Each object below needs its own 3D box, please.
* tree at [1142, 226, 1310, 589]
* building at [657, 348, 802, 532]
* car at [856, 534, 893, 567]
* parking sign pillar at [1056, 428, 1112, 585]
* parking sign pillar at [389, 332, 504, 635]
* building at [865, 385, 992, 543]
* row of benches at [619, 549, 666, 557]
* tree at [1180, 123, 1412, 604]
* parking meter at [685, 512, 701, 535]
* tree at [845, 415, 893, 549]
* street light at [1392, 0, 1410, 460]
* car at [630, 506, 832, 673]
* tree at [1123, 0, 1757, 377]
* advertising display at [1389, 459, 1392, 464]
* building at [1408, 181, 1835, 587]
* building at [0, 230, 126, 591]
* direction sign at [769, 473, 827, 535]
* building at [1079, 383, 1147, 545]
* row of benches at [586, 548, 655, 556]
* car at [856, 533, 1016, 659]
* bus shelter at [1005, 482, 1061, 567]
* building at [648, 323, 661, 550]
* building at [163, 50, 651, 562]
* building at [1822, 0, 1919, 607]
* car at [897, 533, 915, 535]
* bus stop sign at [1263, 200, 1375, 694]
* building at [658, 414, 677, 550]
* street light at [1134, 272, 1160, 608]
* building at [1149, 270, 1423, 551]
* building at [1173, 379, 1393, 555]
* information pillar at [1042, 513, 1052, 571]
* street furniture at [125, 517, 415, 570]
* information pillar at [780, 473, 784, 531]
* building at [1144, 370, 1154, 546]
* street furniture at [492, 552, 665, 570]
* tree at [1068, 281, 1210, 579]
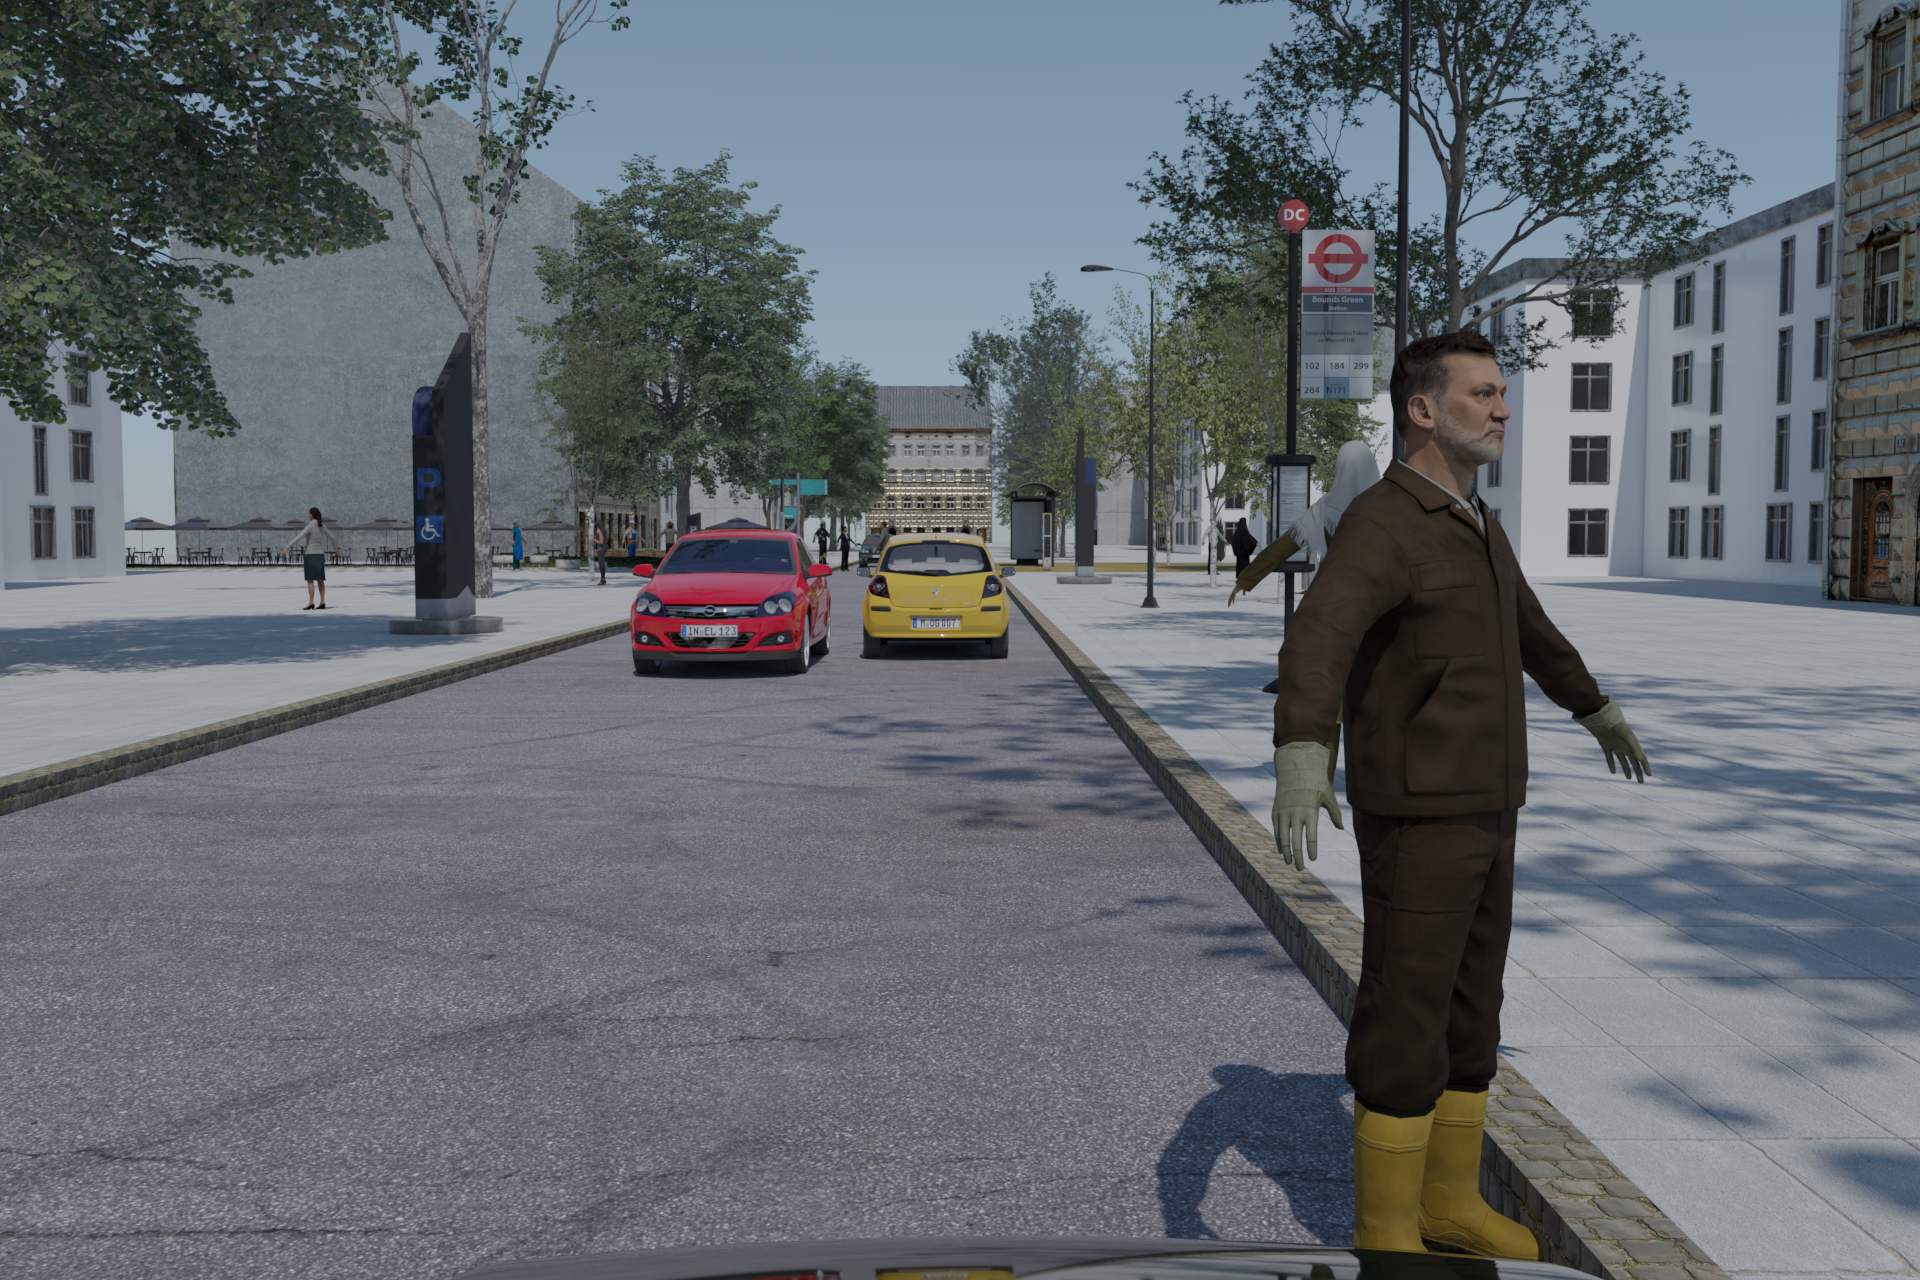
[{"bbox_3d":[6.053,-5.494,40.196,4.737,8.622,4.395,0,3,0],"label":"tree"},{"bbox_3d":[-26.233,-19.232,180.892,16.747,18.905,31.486,0,4,0],"label":"building"},{"bbox_3d":[-3.528,-4.068,76.302,2.009,1.686,4.222,0,3,0],"label":"car"},{"bbox_3d":[3.212,-3.435,44.630,1.447,3.967,1.447,0,4,0],"label":"parking sign pillar"},{"bbox_3d":[-6.734,-2.087,22.601,1.447,3.967,1.447,0,4,0],"label":"parking sign pillar"},{"bbox_3d":[-4.729,-25.783,254.937,18.063,23.208,19.493,0,4,-2],"label":"building"},{"bbox_3d":[-12.553,-3.548,73.465,4.104,0.672,1.422,-2,4,-26],"label":"row of benches"},{"bbox_3d":[5.892,-4.970,31.619,4.360,8.622,3.978,0,3,0],"label":"tree"},{"bbox_3d":[-7.181,-2.505,46.661,0.399,1.863,0.255,0,4,-1],"label":"parking meter"},{"bbox_3d":[-9.394,-13.456,145.768,9.928,11.665,9.643,0,3,0],"label":"tree"},{"bbox_3d":[3.404,-2.365,11.209,1.470,5.913,1.316,0,3,0],"label":"street light"},{"bbox_3d":[-2.448,-0.618,19.140,2.155,1.783,4.494,0,4,0],"label":"car"},{"bbox_3d":[5.449,-5.266,20.519,7.601,10.594,8.767,-1,4,-17],"label":"tree"},{"bbox_3d":[3.749,-0.567,14.485,0.123,1.923,0.974,0,4,0],"label":"advertising display"},{"bbox_3d":[21.626,-6.774,52.901,9.099,9.664,28.070,0,4,0],"label":"building"},{"bbox_3d":[-26.169,-5.933,39.160,9.099,9.664,28.070,0,4,-1],"label":"building"},{"bbox_3d":[-7.034,-5.343,76.127,2.525,3.948,1.411,0,4,1],"label":"direction sign"},{"bbox_3d":[23.910,-21.046,210.556,16.747,18.905,31.486,0,3,0],"label":"building"},{"bbox_3d":[-14.795,-3.745,76.696,1.422,0.672,4.104,3,4,36],"label":"row of benches"},{"bbox_3d":[-0.295,-0.682,21.370,2.015,1.641,3.980,0,4,-1],"label":"car"},{"bbox_3d":[2.894,-4.638,69.757,2.014,3.302,5.546,0,4,0],"label":"bus shelter"},{"bbox_3d":[-29.478,-16.932,107.769,19.493,23.208,18.063,0,4,-1],"label":"building"},{"bbox_3d":[-26.804,-15.731,88.129,19.493,23.208,18.063,0,4,0],"label":"building"},{"bbox_3d":[26.083,-11.811,24.038,19.493,23.208,18.063,0,4,0],"label":"building"},{"bbox_3d":[-2.971,-5.493,98.856,2.155,1.783,4.494,0,4,0],"label":"car"},{"bbox_3d":[2.885,-1.544,13.940,0.855,3.939,0.416,0,3,0],"label":"bus stop sign"},{"bbox_3d":[-25.159,-11.663,132.834,9.099,9.664,28.070,0,4,-1],"label":"building"},{"bbox_3d":[3.853,-3.513,29.985,1.470,5.913,1.316,0,4,0],"label":"street light"},{"bbox_3d":[25.199,-18.514,133.634,19.493,23.208,18.063,0,4,0],"label":"building"},{"bbox_3d":[19.494,-10.140,107.939,9.099,9.664,28.070,0,4,0],"label":"building"},{"bbox_3d":[3.063,-3.456,60.998,0.304,2.012,0.304,0,4,-2],"label":"information pillar"},{"bbox_3d":[-33.457,-3.731,66.038,27.439,1.986,14.083,1,4,14],"label":"street furniture"},{"bbox_3d":[-6.757,-4.563,65.967,0.183,3.616,0.504,0,4,1],"label":"information pillar"},{"bbox_3d":[25.569,-20.413,190.177,16.016,20.090,11.380,0,4,1],"label":"building"},{"bbox_3d":[-12.716,-3.024,65.063,10.072,0.657,5.734,0,4,-6],"label":"street furniture"},{"bbox_3d":[5.363,-6.074,49.680,4.737,8.622,4.395,0,3,0],"label":"tree"}]
